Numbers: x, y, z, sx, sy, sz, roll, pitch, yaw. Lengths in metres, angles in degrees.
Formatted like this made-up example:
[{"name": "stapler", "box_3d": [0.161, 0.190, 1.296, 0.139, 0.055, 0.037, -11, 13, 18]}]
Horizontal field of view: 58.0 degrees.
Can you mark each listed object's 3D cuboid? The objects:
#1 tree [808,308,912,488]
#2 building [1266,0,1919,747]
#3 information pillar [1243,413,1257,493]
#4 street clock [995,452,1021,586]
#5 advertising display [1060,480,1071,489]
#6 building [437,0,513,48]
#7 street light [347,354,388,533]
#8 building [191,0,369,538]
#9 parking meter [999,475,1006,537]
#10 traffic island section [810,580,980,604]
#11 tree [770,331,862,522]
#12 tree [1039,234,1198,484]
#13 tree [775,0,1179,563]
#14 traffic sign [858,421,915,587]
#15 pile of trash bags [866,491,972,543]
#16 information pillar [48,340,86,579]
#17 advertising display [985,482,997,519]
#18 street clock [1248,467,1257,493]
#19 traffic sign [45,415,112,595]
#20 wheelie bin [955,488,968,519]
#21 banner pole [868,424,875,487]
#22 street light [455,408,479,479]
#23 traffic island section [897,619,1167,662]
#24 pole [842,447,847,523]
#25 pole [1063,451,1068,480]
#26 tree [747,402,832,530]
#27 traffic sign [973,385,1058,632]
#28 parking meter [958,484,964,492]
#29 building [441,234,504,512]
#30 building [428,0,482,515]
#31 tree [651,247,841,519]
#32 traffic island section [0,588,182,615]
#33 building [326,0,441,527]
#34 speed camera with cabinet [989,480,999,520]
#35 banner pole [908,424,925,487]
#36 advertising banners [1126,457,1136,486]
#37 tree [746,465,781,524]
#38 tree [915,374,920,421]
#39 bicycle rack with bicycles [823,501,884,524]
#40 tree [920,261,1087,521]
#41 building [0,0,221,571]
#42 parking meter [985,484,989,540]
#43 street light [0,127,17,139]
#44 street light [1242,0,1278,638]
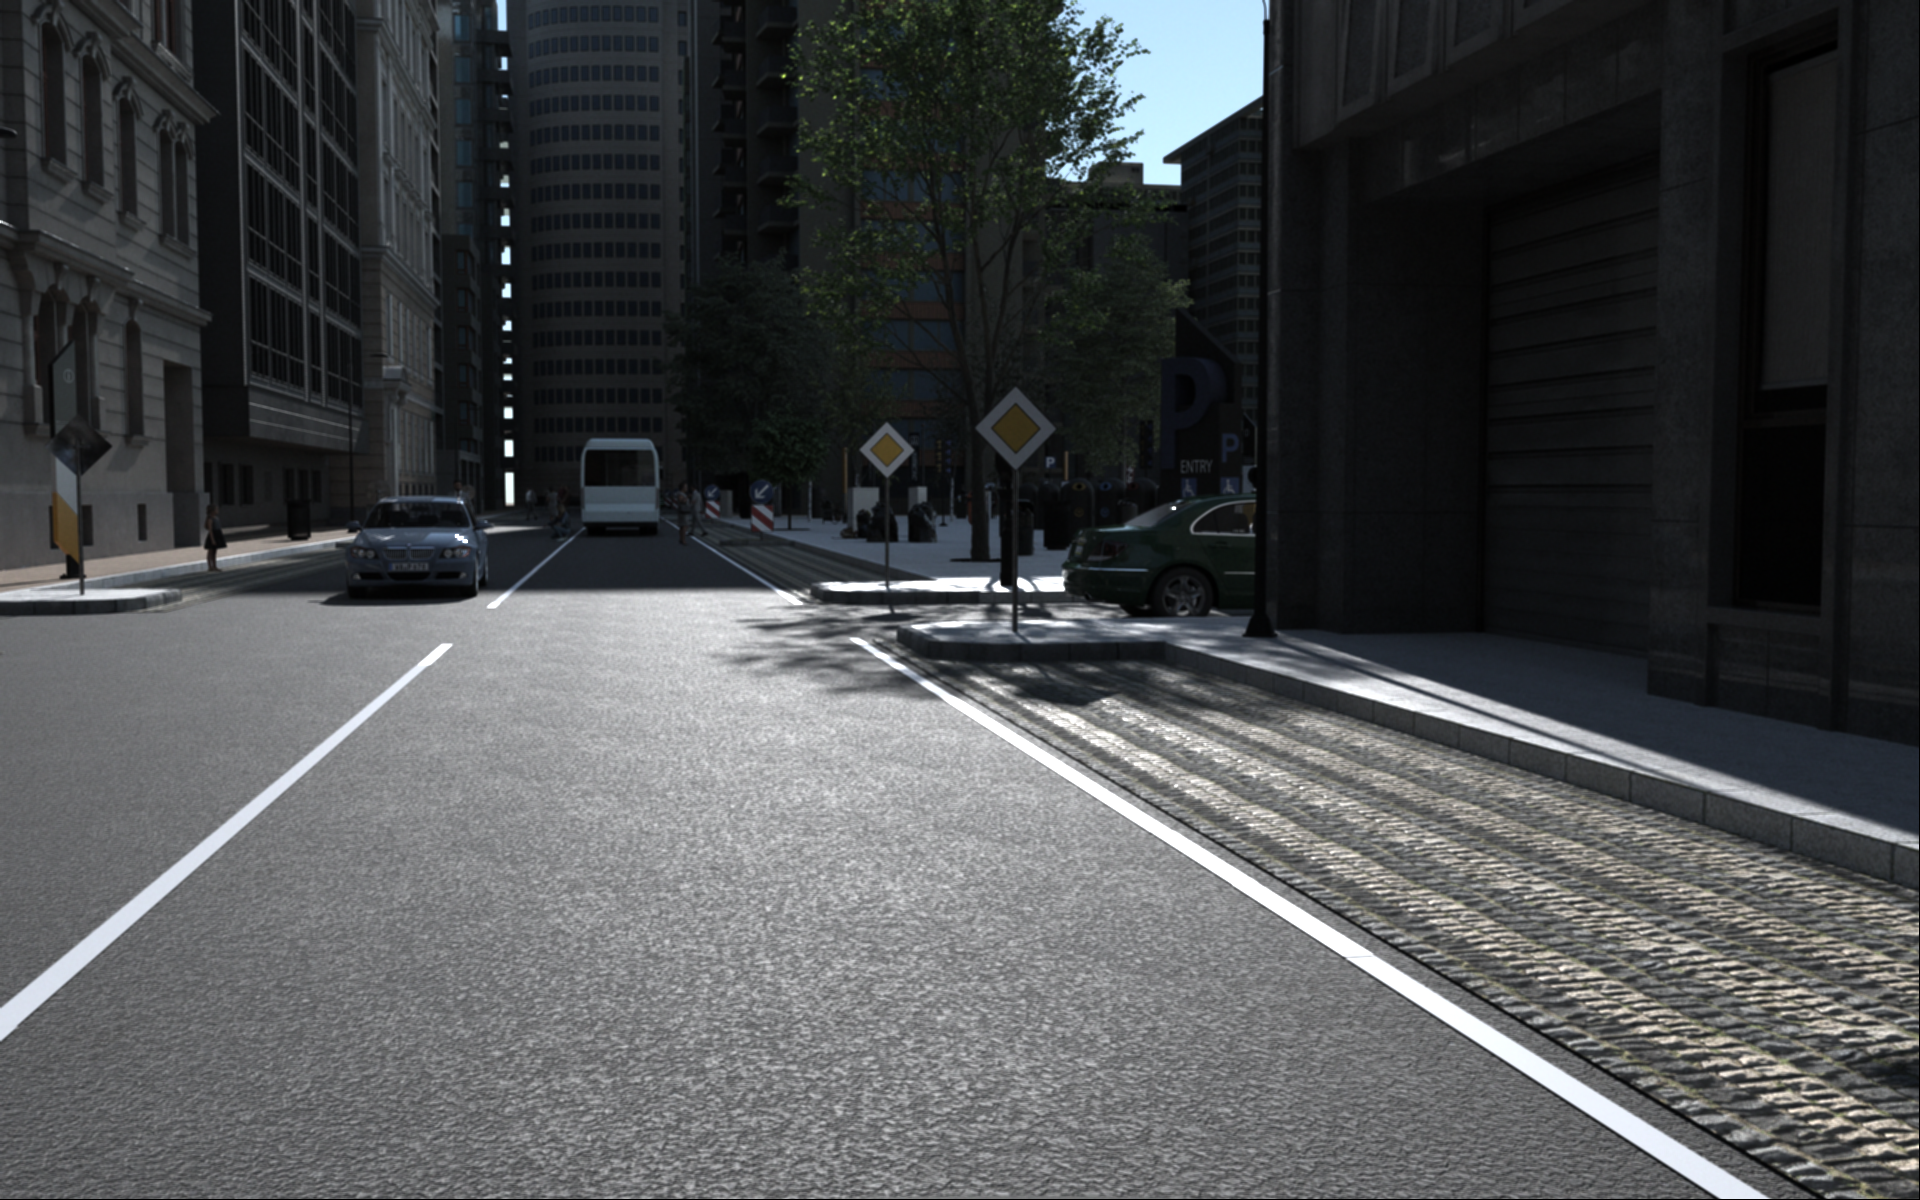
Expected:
[{"name": "tree", "box_3d": [-3.972, -7.201, 68.092, 4.737, 8.622, 4.395, 0, 3, 0]}, {"name": "building", "box_3d": [10.706, -11.581, 7.373, 12.078, 24.808, 19.932, -1, 4, -11]}, {"name": "information pillar", "box_3d": [8.391, -3.601, 50.235, 0.183, 3.616, 0.504, -3, 4, -36]}, {"name": "street clock", "box_3d": [0.679, -1.200, 24.192, 0.358, 2.002, 0.471, 1, 4, 23]}, {"name": "advertising display", "box_3d": [5.177, -4.633, 80.963, 0.974, 1.923, 0.123, 1, 4, 13]}, {"name": "building", "box_3d": [-55.646, -32.721, 154.600, 30.456, 49.044, 23.786, -1, 4, -11]}, {"name": "street light", "box_3d": [-19.596, -5.185, 57.321, 1.470, 5.913, 1.316, -1, 4, -11]}, {"name": "building", "box_3d": [-27.700, -15.938, 54.092, 14.314, 27.812, 24.014, -1, 4, -11]}, {"name": "parking meter", "box_3d": [1.359, -2.827, 51.938, 0.255, 1.863, 0.399, -1, 4, -21]}, {"name": "traffic island section", "box_3d": [-0.989, -0.106, 24.007, 2.009, 0.180, 2.903, -1, 4, -11]}, {"name": "tree", "box_3d": [-6.688, -7.898, 79.503, 4.360, 8.622, 3.978, 0, 3, 0]}, {"name": "tree", "box_3d": [7.259, -9.626, 75.511, 7.486, 12.596, 7.792, 0, 3, 0]}, {"name": "tree", "box_3d": [0.382, -6.545, 32.763, 9.928, 11.665, 9.643, 0, 3, 0]}, {"name": "traffic sign", "box_3d": [-1.011, -1.241, 23.926, 0.795, 2.450, 0.064, -1, 4, -11]}, {"name": "pile of trash bags", "box_3d": [-0.897, -2.247, 46.485, 3.447, 1.369, 1.912, 1, 4, 15]}, {"name": "information pillar", "box_3d": [-13.539, -2.132, 26.213, 0.183, 3.616, 0.504, 1, 4, 13]}, {"name": "advertising display", "box_3d": [1.635, -5.218, 90.533, 0.123, 1.923, 0.974, -2, 4, -31]}, {"name": "street clock", "box_3d": [7.826, -2.508, 45.579, 0.471, 2.002, 0.358, -1, 4, -20]}, {"name": "traffic sign", "box_3d": [-11.170, -1.122, 21.983, 0.795, 2.450, 0.064, -1, 4, -11]}, {"name": "wheelie bin", "box_3d": [0.090, -5.072, 90.836, 0.693, 1.594, 0.980, 0, 4, -1]}, {"name": "banner pole", "box_3d": [-3.152, -4.391, 61.816, 0.401, 3.779, 0.863, -1, 4, -20]}, {"name": "street light", "box_3d": [-26.487, -7.366, 92.969, 1.470, 5.913, 1.316, -1, 4, -11]}, {"name": "traffic island section", "box_3d": [0.531, 0.374, 16.168, 2.009, 0.180, 2.903, -1, 4, -11]}, {"name": "pole", "box_3d": [-5.033, -5.006, 75.684, 0.158, 3.312, 0.155, 0, 3, 0]}, {"name": "pole", "box_3d": [5.023, -5.415, 82.375, 0.158, 3.312, 0.155, 0, 3, 0]}, {"name": "tree", "box_3d": [-6.108, -4.766, 61.637, 4.285, 4.588, 4.351, 0, 3, 0]}, {"name": "traffic sign", "box_3d": [0.510, -0.761, 16.086, 0.795, 2.450, 0.064, -1, 4, -11]}, {"name": "parking meter", "box_3d": [0.079, -5.731, 99.420, 0.255, 1.863, 0.399, 1, 4, 16]}, {"name": "building", "box_3d": [-48.985, -17.267, 127.347, 27.650, 21.520, 28.899, -1, 4, -11]}, {"name": "building", "box_3d": [-39.693, -40.602, 102.098, 20.563, 71.187, 20.611, -1, 4, -11]}, {"name": "tree", "box_3d": [-10.588, -11.138, 88.758, 9.857, 13.997, 8.962, 0, 3, 0]}, {"name": "traffic island section", "box_3d": [-11.192, 0.015, 22.041, 2.009, 0.180, 2.903, -1, 4, -11]}, {"name": "building", "box_3d": [-30.583, -17.739, 75.940, 13.634, 28.700, 20.117, -1, 4, -11]}, {"name": "speed camera with cabinet", "box_3d": [1.570, -5.650, 86.711, 2.038, 3.252, 0.660, 0, 4, -4]}, {"name": "banner pole", "box_3d": [-1.501, -4.389, 61.776, 0.863, 3.779, 0.401, 3, 4, 36]}, {"name": "advertising banners", "box_3d": [7.334, -5.263, 82.239, 2.074, 3.025, 0.090, 1, 4, 13]}, {"name": "tree", "box_3d": [-8.379, -4.879, 74.379, 1.663, 3.219, 1.824, 0, 3, 0]}, {"name": "tree", "box_3d": [-0.284, -8.041, 81.830, 4.360, 8.622, 3.978, 0, 3, 0]}, {"name": "bicycle rack with bicycles", "box_3d": [-4.424, -3.726, 74.302, 2.852, 0.926, 2.925, 2, 4, 33]}, {"name": "tree", "box_3d": [1.720, -6.447, 55.774, 4.360, 8.622, 3.978, 0, 3, 0]}, {"name": "building", "box_3d": [-22.812, -14.874, 30.586, 14.401, 28.519, 23.554, -1, 4, -11]}, {"name": "parking meter", "box_3d": [0.481, -1.925, 39.881, 0.372, 1.533, 0.369, 0, 3, 0]}, {"name": "street light", "box_3d": [-12.654, -3.026, 22.011, 1.470, 5.913, 1.316, -1, 4, -11]}, {"name": "street light", "box_3d": [2.178, -2.619, 15.369, 1.470, 5.913, 1.316, -1, 4, -11]}]
